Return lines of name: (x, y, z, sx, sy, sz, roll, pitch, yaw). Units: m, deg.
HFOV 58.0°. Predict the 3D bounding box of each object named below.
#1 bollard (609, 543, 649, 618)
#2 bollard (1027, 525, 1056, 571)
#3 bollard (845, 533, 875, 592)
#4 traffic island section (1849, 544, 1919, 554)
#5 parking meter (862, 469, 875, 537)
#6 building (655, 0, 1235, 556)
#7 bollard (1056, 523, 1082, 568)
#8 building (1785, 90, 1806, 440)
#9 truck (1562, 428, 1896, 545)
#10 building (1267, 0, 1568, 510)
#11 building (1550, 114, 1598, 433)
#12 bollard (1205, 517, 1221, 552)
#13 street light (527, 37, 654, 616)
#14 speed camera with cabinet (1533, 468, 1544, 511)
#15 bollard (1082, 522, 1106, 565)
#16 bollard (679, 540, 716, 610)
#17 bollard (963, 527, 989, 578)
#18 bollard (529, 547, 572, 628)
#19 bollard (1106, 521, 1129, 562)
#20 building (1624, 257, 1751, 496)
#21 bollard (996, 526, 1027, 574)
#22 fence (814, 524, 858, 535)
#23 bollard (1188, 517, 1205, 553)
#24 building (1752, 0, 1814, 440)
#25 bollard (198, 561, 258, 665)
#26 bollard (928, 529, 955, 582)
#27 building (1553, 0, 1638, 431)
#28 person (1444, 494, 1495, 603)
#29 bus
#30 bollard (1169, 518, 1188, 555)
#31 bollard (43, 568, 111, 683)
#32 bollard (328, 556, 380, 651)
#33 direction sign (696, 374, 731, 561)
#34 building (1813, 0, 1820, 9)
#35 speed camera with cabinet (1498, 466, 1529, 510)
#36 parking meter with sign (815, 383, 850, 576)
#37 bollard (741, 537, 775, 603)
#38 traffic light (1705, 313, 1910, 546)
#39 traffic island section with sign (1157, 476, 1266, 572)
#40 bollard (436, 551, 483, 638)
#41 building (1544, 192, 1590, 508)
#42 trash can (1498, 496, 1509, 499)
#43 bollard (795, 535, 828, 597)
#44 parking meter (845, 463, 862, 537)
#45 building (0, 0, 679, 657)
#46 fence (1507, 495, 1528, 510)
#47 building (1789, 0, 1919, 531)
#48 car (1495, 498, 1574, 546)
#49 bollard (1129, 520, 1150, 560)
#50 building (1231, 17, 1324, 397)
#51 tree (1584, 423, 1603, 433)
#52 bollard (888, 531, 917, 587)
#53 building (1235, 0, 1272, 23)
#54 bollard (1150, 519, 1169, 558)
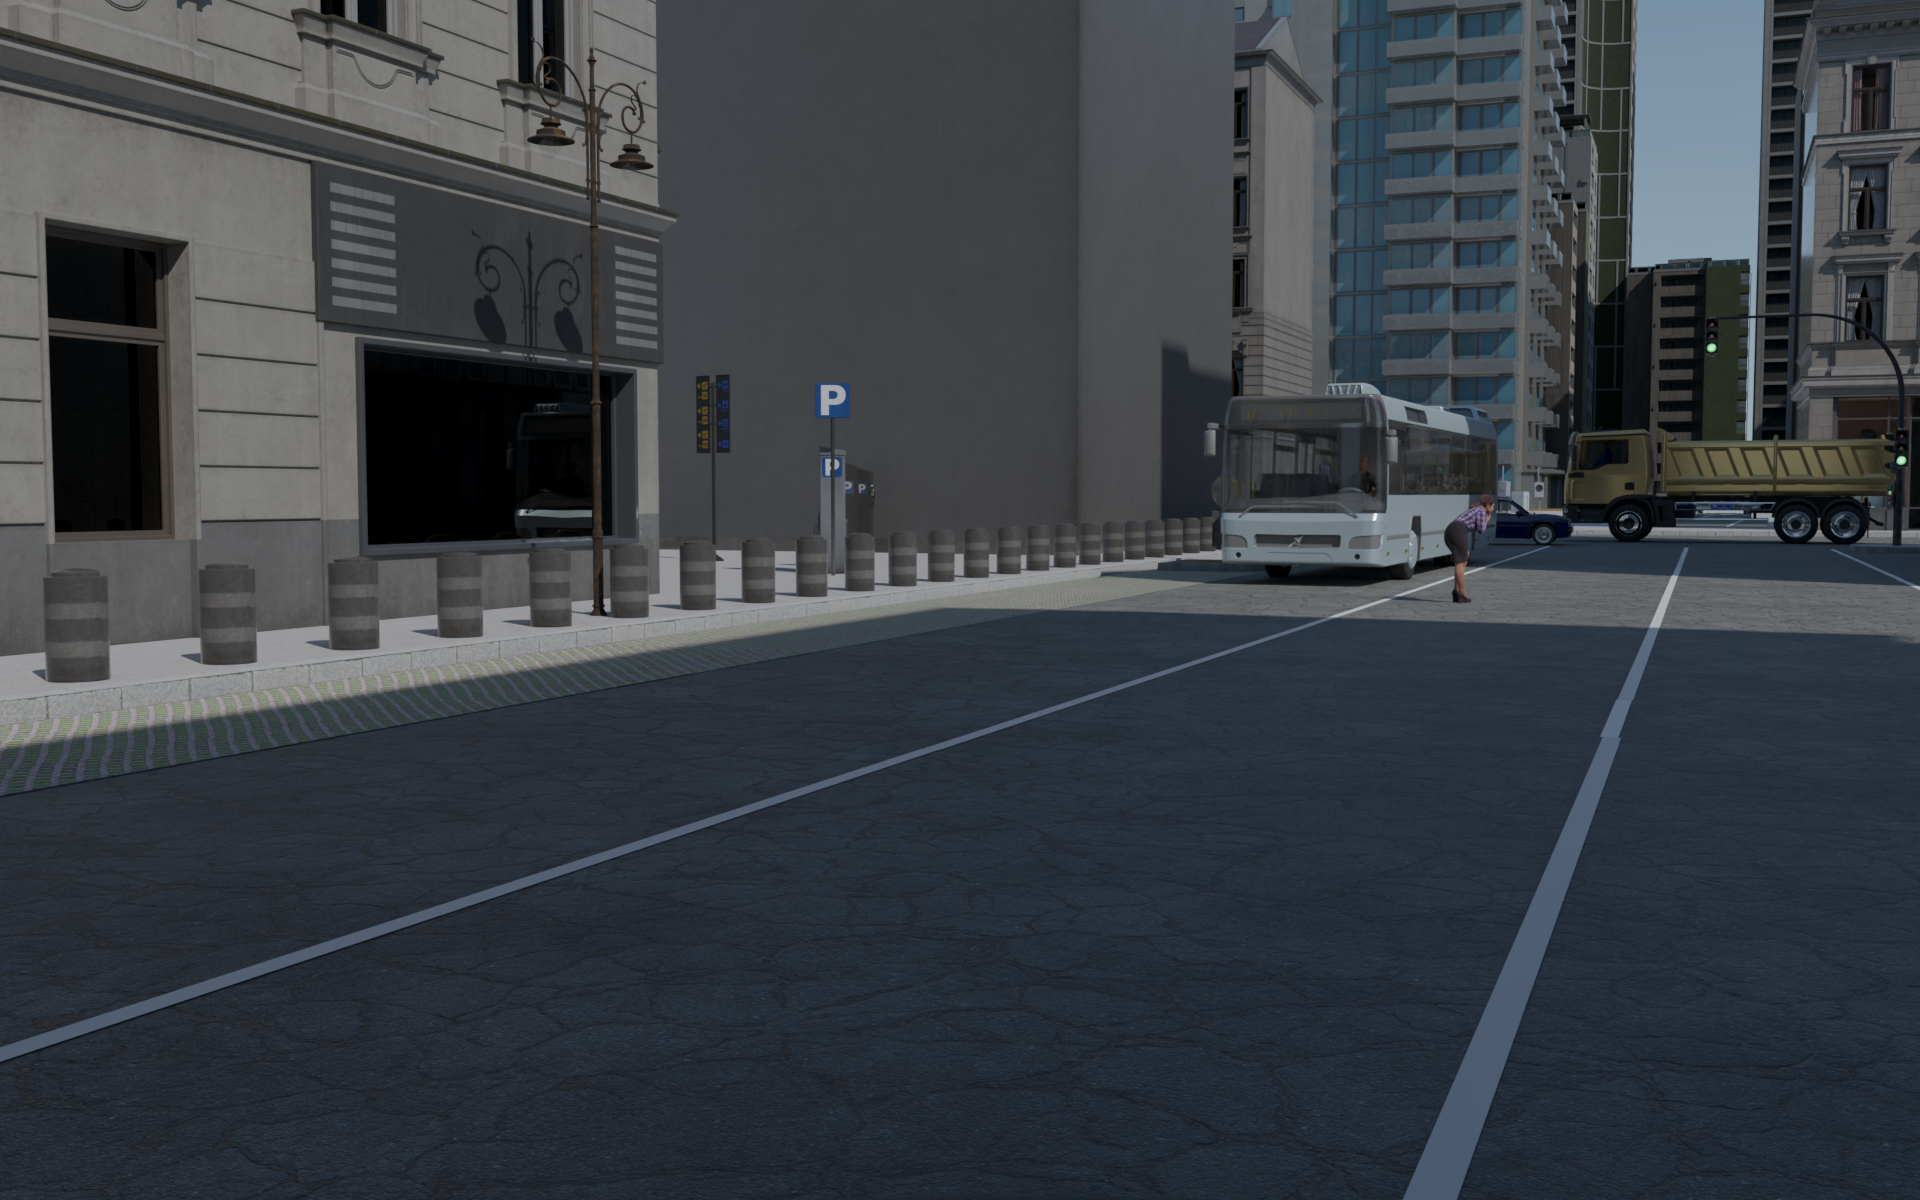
bollard: (-3.444, -0.203, 18.038, 0.404, 0.777, 0.398, 0, 3, 0)
bollard: (1.307, -0.876, 29.044, 0.404, 0.777, 0.398, 0, 3, 0)
bollard: (-1.328, -0.503, 22.944, 0.404, 0.777, 0.398, 0, 3, 0)
traffic island section: (23.252, -1.265, 42.963, 2.009, 0.180, 2.903, 2, 4, 23)
parking meter: (-2.064, -1.940, 37.433, 0.399, 1.863, 0.255, 1, 4, 16)
building: (-5.681, -15.461, 46.291, 24.014, 27.812, 14.314, 2, 4, 23)
bollard: (1.832, -0.951, 30.265, 0.404, 0.777, 0.398, 0, 3, 0)
building: (92.787, -32.231, 177.090, 14.600, 45.320, 14.200, 2, 4, 23)
truck: (22.260, -3.400, 51.519, 9.791, 3.379, 3.469, 2, 4, 25)
building: (39.182, -32.311, 147.898, 23.786, 49.044, 30.456, 2, 4, 23)
building: (62.166, -31.002, 190.475, 14.086, 41.232, 14.154, 2, 4, 23)
bollard: (5.536, -1.475, 38.833, 0.404, 0.777, 0.398, 0, 3, 0)
street light: (-3.813, -2.771, 18.101, 0.468, 5.910, 1.993, 2, 4, 23)
speed camera with cabinet: (42.848, -8.322, 130.397, 2.038, 3.252, 0.660, 0, 4, 6)
bollard: (2.362, -1.025, 31.482, 0.404, 0.777, 0.398, 0, 3, 0)
bollard: (-2.916, -0.278, 19.260, 0.404, 0.777, 0.398, 0, 3, 0)
bollard: (0.252, -0.727, 26.603, 0.404, 0.777, 0.398, 0, 3, 0)
bollard: (-3.974, -0.128, 16.811, 0.404, 0.777, 0.398, 0, 3, 0)
bollard: (2.893, -1.101, 32.716, 0.404, 0.777, 0.398, 0, 3, 0)
building: (90.236, -27.135, 215.364, 14.107, 30.474, 14.160, 2, 4, 23)
bollard: (0.785, -0.802, 27.824, 0.404, 0.777, 0.398, 0, 3, 0)
fence: (-2.485, -1.194, 34.902, 0.278, 0.683, 2.069, 1, 4, 22)
bollard: (5.011, -1.400, 37.614, 0.404, 0.777, 0.398, 0, 3, 0)
building: (108.068, -47.183, 209.696, 20.611, 71.187, 20.563, 2, 4, 23)
bollard: (-5.556, 0.096, 13.148, 0.404, 0.777, 0.398, 0, 3, 0)
bollard: (-0.275, -0.652, 25.382, 0.404, 0.777, 0.398, 0, 3, 0)
building: (75.553, -48.051, 223.893, 20.611, 71.187, 20.563, 2, 4, 23)
person: (6.713, -0.679, 22.842, 0.697, 1.427, 0.421, -1, 4, -14)
bus: (7.647, -2.267, 31.933, 2.948, 3.499, 13.247, 2, 4, 25)
bollard: (4.475, -1.325, 36.381, 0.404, 0.777, 0.398, 0, 3, 0)
bollard: (-6.083, 0.170, 11.931, 0.404, 0.777, 0.398, 0, 3, 0)
bollard: (-5.028, 0.021, 14.367, 0.404, 0.777, 0.398, 0, 3, 0)
direction sign: (-4.706, -2.512, 33.075, 0.876, 3.537, 0.379, 3, 4, 37)
building: (81.079, -30.612, 150.609, 14.600, 45.320, 14.200, 2, 4, 23)
speed camera with cabinet: (38.546, -7.730, 120.722, 0.660, 3.252, 2.038, -3, 5, -42)
parking meter with sign: (-2.040, -1.943, 28.025, 0.543, 3.016, 1.738, 0, 4, -3)
bollard: (-2.386, -0.353, 20.488, 0.404, 0.777, 0.398, 0, 3, 0)
traffic light: (21.263, -4.213, 43.557, 4.771, 5.953, 1.251, 2, 4, 23)
traffic island section with sign: (4.962, -1.469, 32.645, 1.989, 1.847, 2.006, 2, 4, 23)
bollard: (-4.500, -0.053, 15.584, 0.404, 0.777, 0.398, 0, 3, 0)
building: (52.524, -24.174, 166.943, 14.160, 30.474, 14.107, 2, 4, 23)
trash can: (34.068, -5.935, 108.690, 0.748, 1.137, 0.748, 0, 3, 0)
bollard: (-1.860, -0.428, 21.710, 0.404, 0.777, 0.398, 0, 3, 0)
parking meter: (-1.948, -1.481, 29.926, 0.399, 1.863, 0.255, -1, 4, -9)
building: (-18.677, -14.097, 6.901, 17.030, 29.872, 44.131, 2, 4, 23)
fence: (36.196, -6.193, 112.452, 0.480, 1.192, 2.264, -1, 4, -19)
building: (32.843, -13.045, 64.197, 40.483, 20.767, 10.553, 2, 4, 23)
car: (15.454, -2.253, 49.424, 3.894, 1.354, 1.945, 1, 4, 22)
bollard: (3.423, -1.176, 33.943, 0.404, 0.777, 0.398, 0, 3, 0)
building: (5.653, -13.854, 75.669, 18.267, 20.994, 9.793, 2, 4, 23)
tree: (63.076, -13.744, 175.073, 4.737, 8.622, 4.395, 0, 3, 0)
bollard: (-0.800, -0.578, 24.164, 0.404, 0.777, 0.398, 0, 3, 0)
building: (40.641, -39.944, 195.076, 28.212, 58.520, 21.231, 2, 4, 23)
bollard: (3.949, -1.250, 35.161, 0.404, 0.777, 0.398, 0, 3, 0)
